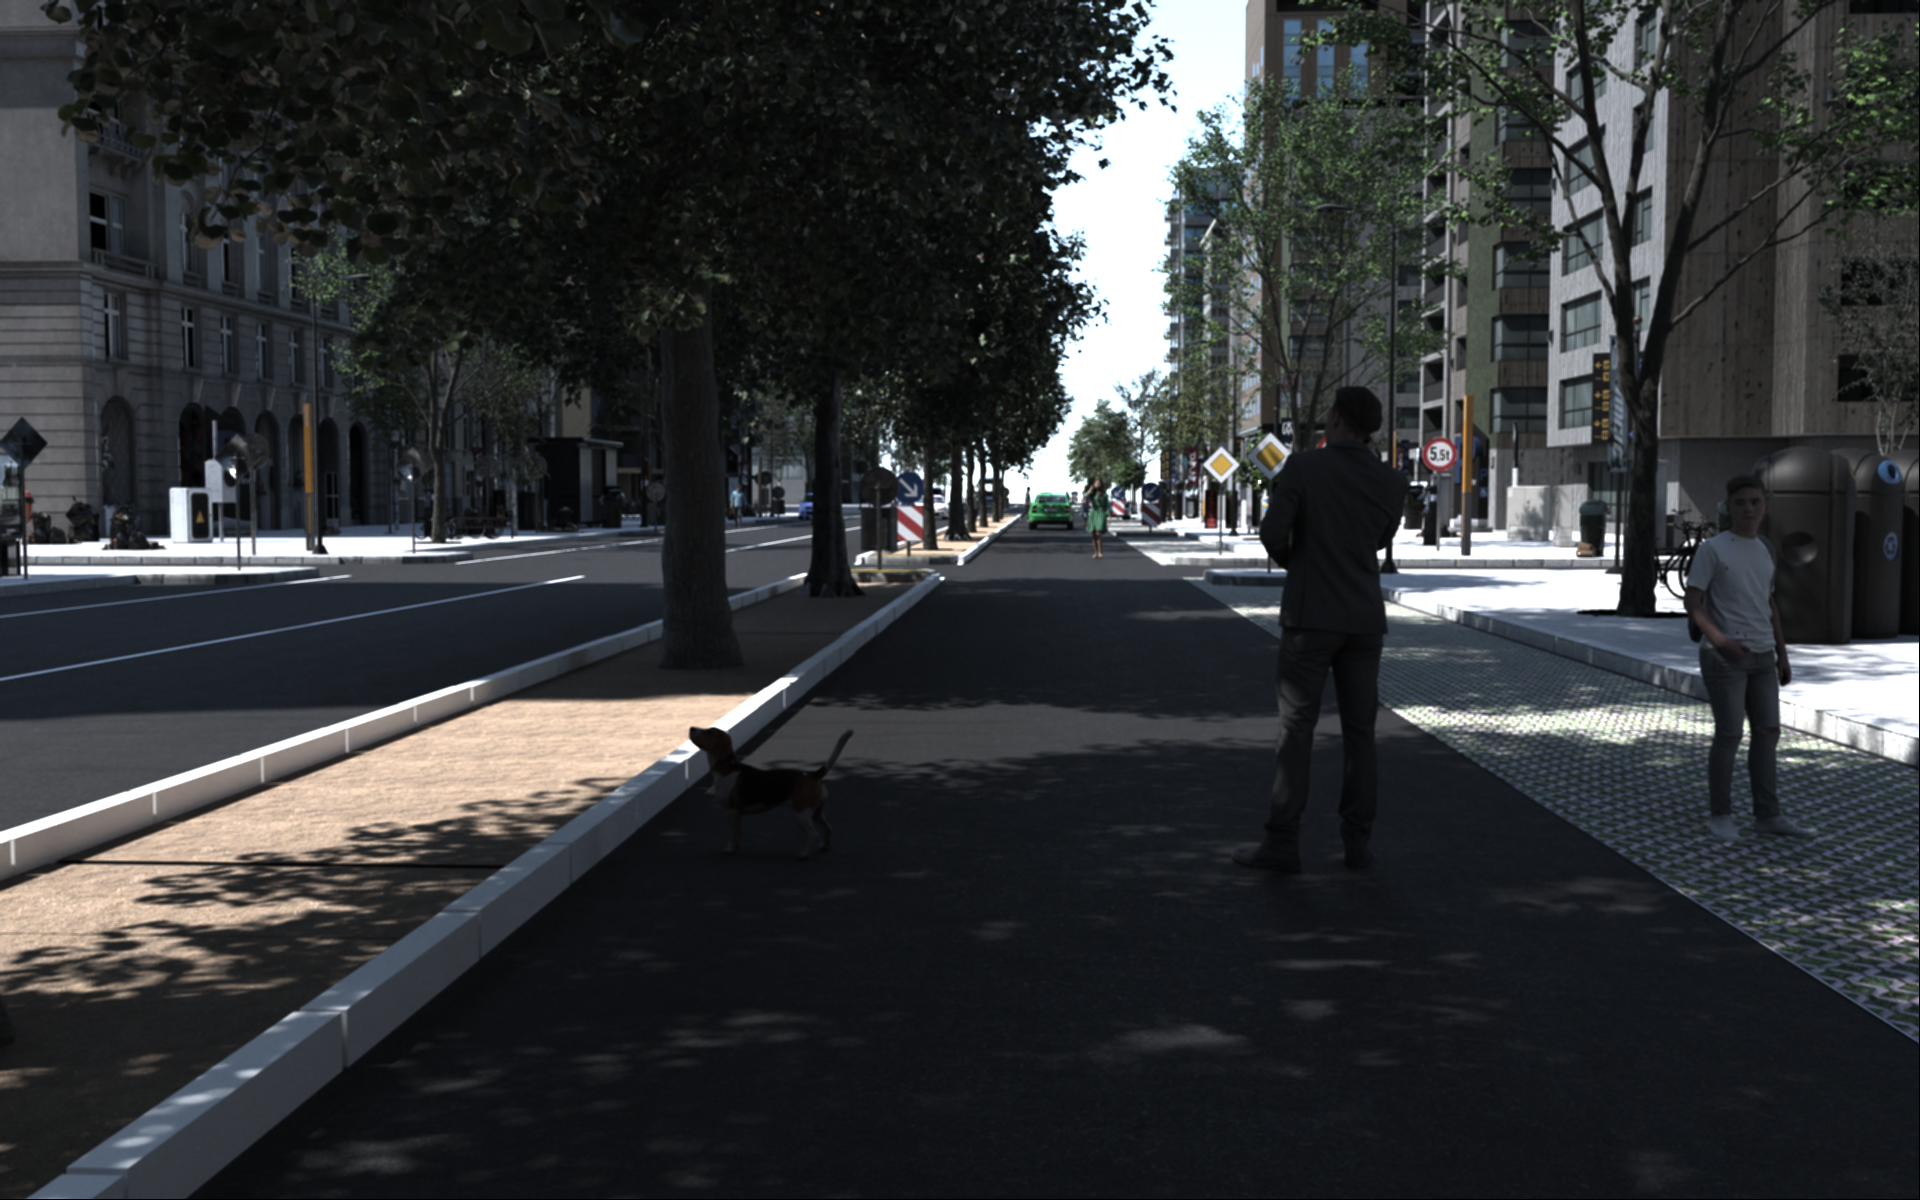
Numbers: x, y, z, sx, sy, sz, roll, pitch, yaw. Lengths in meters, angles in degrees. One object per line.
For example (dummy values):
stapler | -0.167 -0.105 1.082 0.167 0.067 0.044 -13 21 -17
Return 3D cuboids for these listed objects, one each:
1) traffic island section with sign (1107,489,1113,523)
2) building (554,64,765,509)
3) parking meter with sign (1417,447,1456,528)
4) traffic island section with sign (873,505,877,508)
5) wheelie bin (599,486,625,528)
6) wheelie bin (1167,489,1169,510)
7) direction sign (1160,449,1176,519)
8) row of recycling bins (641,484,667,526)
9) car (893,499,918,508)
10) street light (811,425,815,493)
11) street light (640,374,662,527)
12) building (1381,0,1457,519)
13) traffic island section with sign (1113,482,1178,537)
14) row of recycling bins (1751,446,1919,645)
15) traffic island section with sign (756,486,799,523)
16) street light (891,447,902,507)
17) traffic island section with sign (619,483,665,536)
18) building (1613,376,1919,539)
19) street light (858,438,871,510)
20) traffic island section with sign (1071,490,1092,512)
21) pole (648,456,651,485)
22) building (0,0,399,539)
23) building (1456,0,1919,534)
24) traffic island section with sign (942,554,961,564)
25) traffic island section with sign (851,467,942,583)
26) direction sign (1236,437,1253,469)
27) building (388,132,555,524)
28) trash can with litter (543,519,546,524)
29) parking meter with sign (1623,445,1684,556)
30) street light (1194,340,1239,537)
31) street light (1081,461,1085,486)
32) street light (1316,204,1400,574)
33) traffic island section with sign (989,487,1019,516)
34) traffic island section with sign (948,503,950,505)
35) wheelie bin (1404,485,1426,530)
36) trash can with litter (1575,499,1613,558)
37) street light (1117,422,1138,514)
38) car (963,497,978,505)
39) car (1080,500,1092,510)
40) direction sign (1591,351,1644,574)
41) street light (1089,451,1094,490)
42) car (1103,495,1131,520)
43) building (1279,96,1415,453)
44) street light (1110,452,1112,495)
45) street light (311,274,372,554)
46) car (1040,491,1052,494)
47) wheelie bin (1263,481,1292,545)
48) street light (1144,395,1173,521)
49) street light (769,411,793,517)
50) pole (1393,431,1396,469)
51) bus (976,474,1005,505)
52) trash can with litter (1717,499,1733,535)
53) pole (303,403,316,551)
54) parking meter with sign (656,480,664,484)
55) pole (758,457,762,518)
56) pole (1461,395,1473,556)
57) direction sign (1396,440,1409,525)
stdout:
traffic island section with sign | 7.647 -4.683 85.194 1.989 1.847 2.006 0 4 3
building | -29.827 -30.659 155.905 22.147 44.769 28.867 0 4 3
parking meter with sign | 18.045 -4.201 64.949 1.738 3.016 0.543 0 4 5
traffic island section with sign | -6.550 -7.826 136.578 1.989 1.847 2.006 0 4 3
wheelie bin | -13.040 -3.497 65.092 0.980 1.594 0.693 -2 4 -32
wheelie bin | 12.750 -6.101 107.666 0.693 1.594 0.980 -2 4 -35
direction sign | 10.677 -5.871 87.981 0.379 3.537 0.876 -2 4 -33
row of recycling bins | -12.556 -3.964 71.925 1.069 1.692 3.534 -1 4 -18
car | -3.774 -7.042 124.173 2.155 1.783 4.494 0 4 2
street light | -9.190 -8.615 113.388 1.470 5.913 1.316 0 4 3
street light | -11.651 -5.753 66.606 1.470 5.913 1.316 0 4 3
building | 34.686 -39.869 90.118 20.563 71.187 20.611 0 4 3
traffic island section with sign | 6.254 -3.028 58.130 1.989 1.847 2.006 0 4 3
row of recycling bins | 8.398 -0.532 15.814 3.534 1.692 1.069 -2 4 -33
traffic island section with sign | -9.113 -4.778 86.756 1.989 1.847 2.006 0 4 3
street light | -6.214 -12.218 172.304 1.470 5.913 1.316 0 4 3
traffic island section with sign | -10.521 -3.113 59.522 1.989 1.847 2.006 0 4 3
building | 26.532 -17.095 51.205 14.107 30.474 14.160 0 4 3
street light | -7.690 -10.419 142.893 1.470 5.913 1.316 0 4 3
traffic island section with sign | 11.658 -9.438 162.938 1.989 1.847 2.006 0 4 3
pole | -16.546 -6.031 92.445 0.158 3.312 0.155 0 3 0
building | -30.093 -13.372 60.433 13.314 21.916 24.055 0 4 3
building | 26.179 -18.028 66.452 14.160 30.474 14.107 0 4 3
traffic island section with sign | -1.010 -1.708 36.070 2.006 1.907 1.989 0 4 3
traffic island section with sign | -1.401 -1.256 28.673 2.006 1.907 1.989 0 4 3
direction sign | 11.299 -4.665 68.264 0.876 3.537 0.379 1 4 12
building | -29.020 -17.619 85.330 12.463 27.353 25.104 0 4 3
trash can with litter | -18.273 -3.935 75.400 1.678 1.210 2.233 -1 4 -9
parking meter with sign | 14.304 -2.422 35.854 1.738 3.016 0.543 -2 4 -33
street light | 7.731 -4.873 52.219 1.470 5.913 1.316 0 4 3
street light | 17.481 -16.417 240.960 1.470 5.913 1.316 0 4 3
street light | 6.404 -3.386 27.906 1.470 5.913 1.316 0 4 3
traffic island section with sign | 2.845 -6.298 111.110 2.006 1.907 1.989 0 4 3
traffic island section with sign | -0.922 -14.513 245.911 1.989 1.847 2.006 0 4 3
wheelie bin | 16.419 -3.339 62.498 0.980 1.594 0.693 0 4 4
trash can with litter | 12.853 -1.454 35.156 0.624 1.170 1.055 2 4 29
street light | 10.713 -8.465 110.940 1.470 5.913 1.316 0 4 3
car | 1.447 -13.165 225.037 2.009 1.686 4.222 0 4 4
car | 10.847 -7.962 142.759 1.945 1.354 3.894 0 4 3
direction sign | 10.557 -2.185 27.727 0.876 3.537 0.379 2 4 32
street light | 14.617 -13.098 186.691 1.470 5.913 1.316 0 4 3
car | 8.286 -5.007 93.875 2.014 1.417 4.499 0 4 1
building | 30.909 -21.905 129.841 14.160 30.474 14.107 0 4 3
street light | 11.645 -9.490 127.697 1.470 5.913 1.316 0 4 3
street light | -13.136 -3.930 36.793 1.470 5.913 1.316 0 4 3
car | 11.569 -13.717 232.939 2.281 1.827 5.304 0 4 4
wheelie bin | 7.596 -1.995 40.527 0.980 1.594 0.693 0 4 -1
street light | 9.317 -6.649 81.256 1.470 5.913 1.316 0 4 3
street light | -9.949 -7.577 96.421 1.470 5.913 1.316 0 4 3
pole | 14.024 -3.808 56.097 0.158 3.312 0.155 0 3 0
bus | 3.208 -11.368 180.728 2.948 3.499 13.247 0 4 2
trash can with litter | 15.846 -1.472 35.449 0.624 1.170 1.055 1 4 16
pole | -14.678 -2.766 39.070 0.158 3.312 0.155 0 3 0
parking meter with sign | -16.058 -5.955 93.626 1.738 3.016 0.543 3 4 36
pole | -10.888 -6.146 94.334 0.158 3.312 0.155 0 3 0
pole | 10.482 -2.566 35.794 0.158 3.312 0.155 0 3 0
direction sign | 18.381 -4.929 72.590 0.876 3.537 0.379 -1 4 -10
